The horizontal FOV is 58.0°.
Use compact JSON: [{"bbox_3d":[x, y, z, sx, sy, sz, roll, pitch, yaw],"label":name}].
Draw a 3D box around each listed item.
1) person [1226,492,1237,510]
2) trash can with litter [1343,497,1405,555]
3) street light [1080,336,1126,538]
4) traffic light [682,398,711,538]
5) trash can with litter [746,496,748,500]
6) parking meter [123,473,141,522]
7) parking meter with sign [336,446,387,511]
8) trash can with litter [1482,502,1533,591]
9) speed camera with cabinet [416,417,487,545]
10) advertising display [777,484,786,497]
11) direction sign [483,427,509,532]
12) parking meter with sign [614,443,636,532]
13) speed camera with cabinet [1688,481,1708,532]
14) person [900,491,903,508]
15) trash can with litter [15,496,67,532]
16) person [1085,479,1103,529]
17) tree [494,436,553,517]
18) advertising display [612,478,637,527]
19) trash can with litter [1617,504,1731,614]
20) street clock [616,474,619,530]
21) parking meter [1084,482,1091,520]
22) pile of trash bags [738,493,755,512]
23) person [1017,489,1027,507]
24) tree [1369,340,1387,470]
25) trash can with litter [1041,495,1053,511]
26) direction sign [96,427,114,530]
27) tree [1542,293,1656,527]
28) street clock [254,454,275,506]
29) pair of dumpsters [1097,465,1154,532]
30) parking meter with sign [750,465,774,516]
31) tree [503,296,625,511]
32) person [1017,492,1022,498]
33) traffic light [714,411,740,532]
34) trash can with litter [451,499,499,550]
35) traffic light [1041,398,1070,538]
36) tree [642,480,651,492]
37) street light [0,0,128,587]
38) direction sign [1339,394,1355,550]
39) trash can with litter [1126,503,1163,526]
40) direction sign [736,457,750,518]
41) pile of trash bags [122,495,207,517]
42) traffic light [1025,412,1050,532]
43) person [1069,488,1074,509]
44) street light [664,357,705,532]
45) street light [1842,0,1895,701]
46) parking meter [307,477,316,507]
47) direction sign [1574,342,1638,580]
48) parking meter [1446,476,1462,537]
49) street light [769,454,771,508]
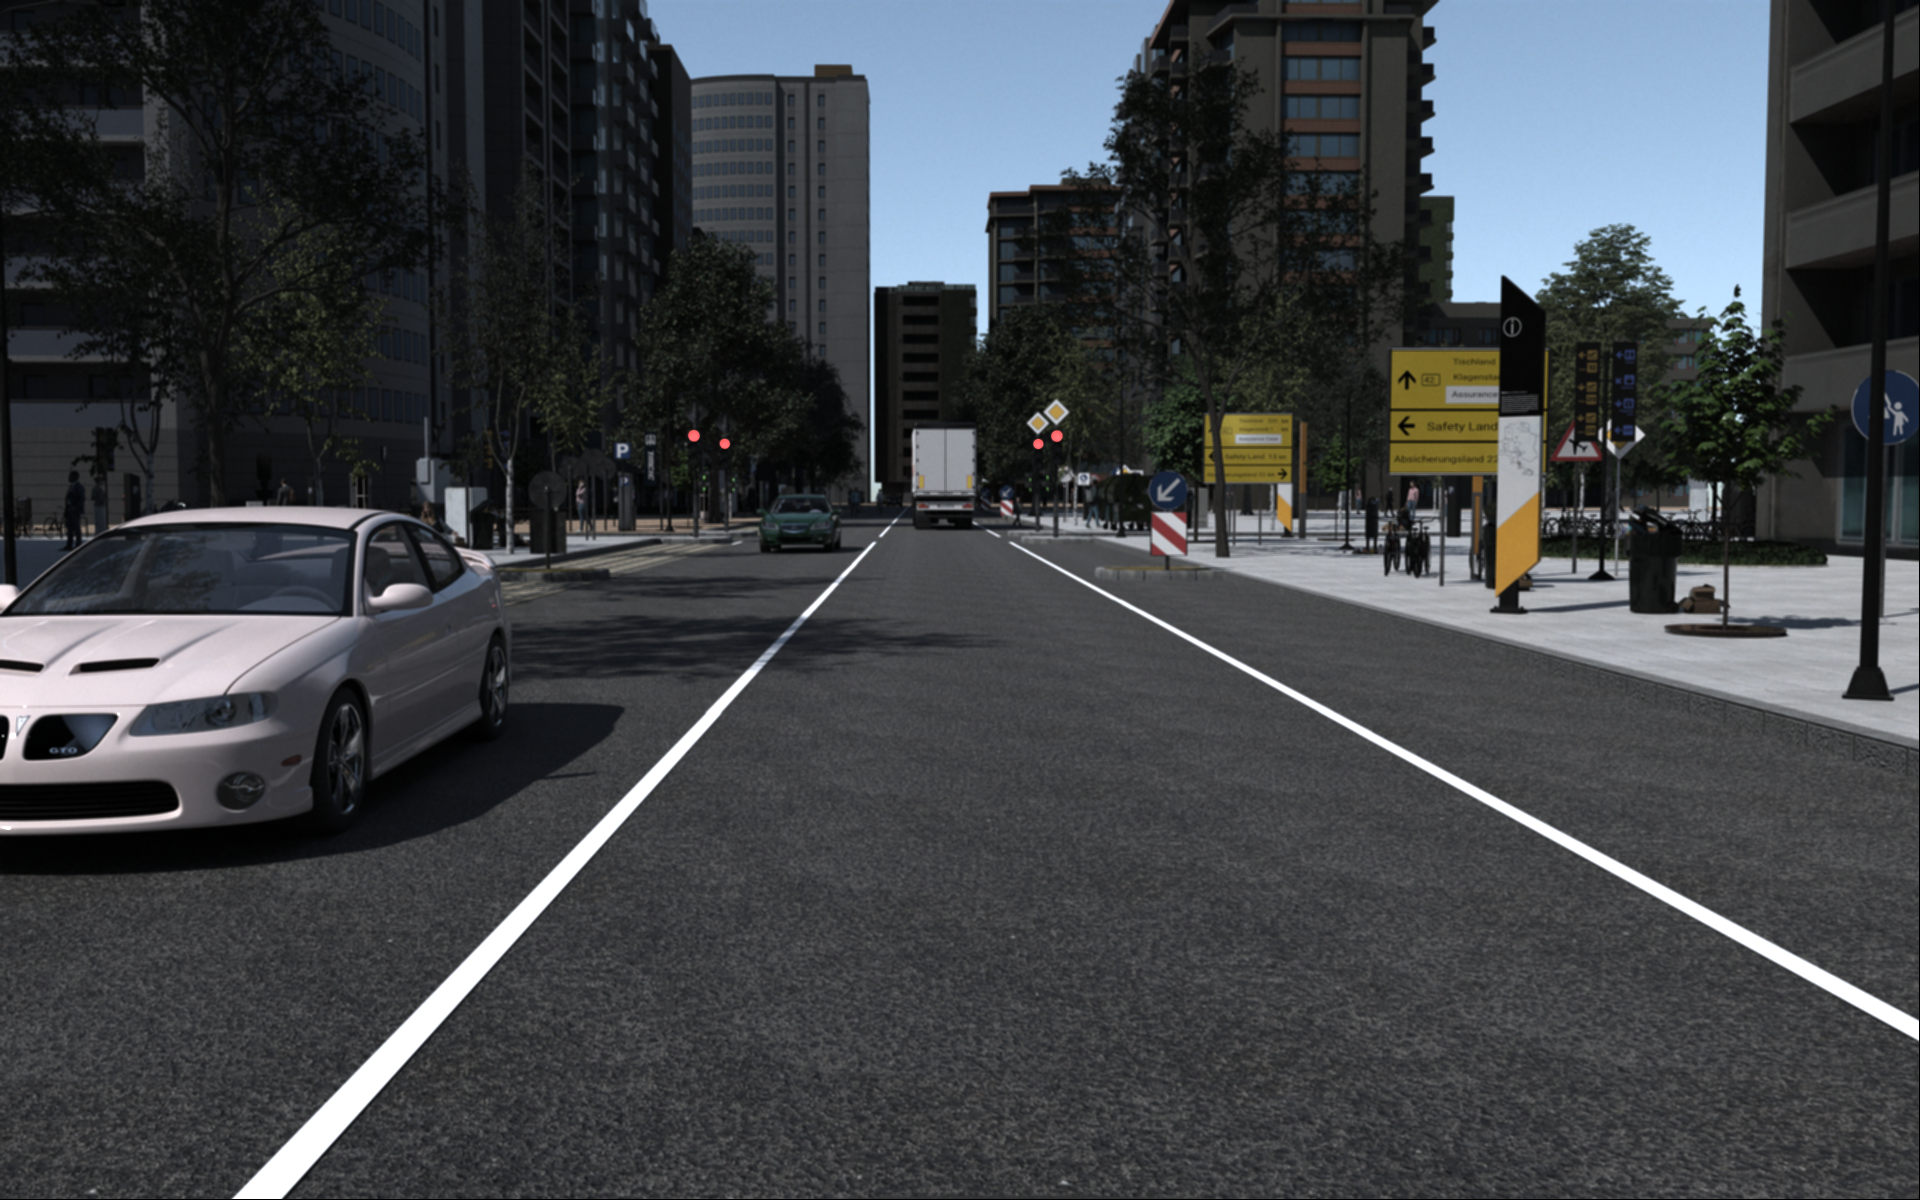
[{"bbox_3d":[21.319,-7.976,137.155,1.217,1.736,0.721,2,4,25],"label":"person"},{"bbox_3d":[9.108,-1.607,37.334,1.678,1.210,2.233,2,4,32],"label":"trash can with litter"},{"bbox_3d":[4.232,-4.805,51.095,1.470,5.913,1.316,0,4,-1],"label":"street light"},{"bbox_3d":[-7.743,-3.786,50.818,0.839,4.253,0.868,0,4,-1],"label":"traffic light"},{"bbox_3d":[-15.586,-7.235,129.686,1.055,1.170,0.624,1,4,10],"label":"trash can with litter"},{"bbox_3d":[-23.072,-2.605,48.299,0.255,1.863,0.399,1,4,15],"label":"parking meter"},{"bbox_3d":[-21.676,-4.060,62.639,1.738,3.016,0.543,0,4,-6],"label":"parking meter with sign"},{"bbox_3d":[7.429,-0.727,23.271,0.624,1.170,1.055,0,4,-3],"label":"trash can with litter"},{"bbox_3d":[-13.043,-3.065,44.454,2.038,3.252,0.660,2,4,33],"label":"speed camera with cabinet"},{"bbox_3d":[-11.408,-6.458,110.801,0.123,1.923,0.974,2,4,26],"label":"advertising display"},{"bbox_3d":[-15.730,-4.087,58.813,0.876,3.537,0.379,-1,4,-16],"label":"direction sign"},{"bbox_3d":[-11.477,-3.874,59.608,0.543,3.016,1.738,0,4,-3],"label":"parking meter with sign"},{"bbox_3d":[25.384,-3.987,59.527,0.660,3.252,2.038,1,4,22],"label":"speed camera with cabinet"},{"bbox_3d":[-6.245,-10.629,182.801,0.721,1.766,1.217,0,3,0],"label":"person"},{"bbox_3d":[-31.860,-2.963,59.504,2.233,1.210,1.678,0,4,6],"label":"trash can with litter"},{"bbox_3d":[4.949,-3.533,63.791,0.713,1.824,0.794,0,4,6],"label":"person"},{"bbox_3d":[-24.863,-7.038,98.790,4.285,4.588,4.351,0,3,0],"label":"tree"},{"bbox_3d":[-13.238,-3.859,68.304,0.974,1.923,0.123,1,4,10],"label":"advertising display"},{"bbox_3d":[7.710,-0.448,18.712,1.055,1.170,0.624,0,4,0],"label":"trash can with litter"},{"bbox_3d":[-11.958,-3.460,61.135,0.358,2.002,0.471,-2,4,-29],"label":"street clock"},{"bbox_3d":[6.282,-4.887,85.610,0.399,1.863,0.255,1,4,12],"label":"parking meter"},{"bbox_3d":[-15.316,-6.931,123.074,1.912,1.369,3.447,-2,4,-25],"label":"pile of trash bags"},{"bbox_3d":[6.023,-10.073,170.745,1.348,1.824,0.705,1,4,21],"label":"person"},{"bbox_3d":[16.826,-7.731,76.760,4.360,8.622,3.978,0,3,0],"label":"tree"},{"bbox_3d":[6.635,-7.496,133.614,1.678,1.210,2.233,-2,4,-26],"label":"trash can with litter"},{"bbox_3d":[-29.113,-4.100,59.038,0.379,3.537,0.876,1,4,10],"label":"direction sign"},{"bbox_3d":[23.480,-6.985,64.571,4.737,8.622,4.395,0,3,0],"label":"tree"},{"bbox_3d":[-12.516,-1.629,31.198,0.358,2.002,0.471,-1,4,-19],"label":"street clock"},{"bbox_3d":[5.867,-3.560,60.701,1.574,2.255,4.437,0,4,-1],"label":"pair of dumpsters"},{"bbox_3d":[-11.647,-6.494,102.431,1.738,3.016,0.543,3,4,37],"label":"parking meter with sign"},{"bbox_3d":[-15.059,-7.040,65.459,4.737,8.622,4.395,0,3,0],"label":"tree"},{"bbox_3d":[5.299,-9.880,167.211,1.348,1.869,0.705,0,4,0],"label":"person"},{"bbox_3d":[-7.926,-4.274,58.801,0.839,4.253,0.868,0,4,-1],"label":"traffic light"},{"bbox_3d":[-11.120,-1.722,39.549,1.055,1.170,0.624,-2,4,-32],"label":"trash can with litter"},{"bbox_3d":[2.815,-3.802,51.075,0.839,4.253,0.868,0,4,-1],"label":"traffic light"},{"bbox_3d":[-22.871,-8.210,128.829,1.663,3.219,1.824,0,3,0],"label":"tree"},{"bbox_3d":[-8.399,-2.668,16.165,1.470,5.913,1.316,0,4,-1],"label":"street light"},{"bbox_3d":[8.919,-2.924,39.809,0.379,3.537,0.876,1,4,13],"label":"direction sign"},{"bbox_3d":[7.681,-3.566,69.362,1.678,1.210,2.233,-3,5,-43],"label":"trash can with litter"},{"bbox_3d":[-11.494,-6.109,91.872,0.876,3.537,0.379,-3,5,-41],"label":"direction sign"},{"bbox_3d":[-27.361,-3.037,59.400,1.912,1.369,3.447,1,4,14],"label":"pile of trash bags"},{"bbox_3d":[2.632,-4.290,59.058,0.839,4.253,0.868,0,4,-1],"label":"traffic light"},{"bbox_3d":[9.354,-8.421,144.283,0.434,1.755,0.990,-2,4,-26],"label":"person"},{"bbox_3d":[-9.321,-5.267,58.660,1.470,5.913,1.316,0,4,-1],"label":"street light"},{"bbox_3d":[5.174,-2.335,10.718,1.470,5.913,1.316,0,4,-1],"label":"street light"},{"bbox_3d":[-22.094,-3.274,59.239,0.399,1.863,0.255,2,4,35],"label":"parking meter"},{"bbox_3d":[9.619,-2.071,25.864,0.876,3.537,0.379,0,4,6],"label":"direction sign"},{"bbox_3d":[14.649,-2.794,51.386,0.255,1.863,0.399,-2,4,-29],"label":"parking meter"},{"bbox_3d":[-10.278,-7.699,98.415,1.470,5.913,1.316,0,4,-1],"label":"street light"}]
